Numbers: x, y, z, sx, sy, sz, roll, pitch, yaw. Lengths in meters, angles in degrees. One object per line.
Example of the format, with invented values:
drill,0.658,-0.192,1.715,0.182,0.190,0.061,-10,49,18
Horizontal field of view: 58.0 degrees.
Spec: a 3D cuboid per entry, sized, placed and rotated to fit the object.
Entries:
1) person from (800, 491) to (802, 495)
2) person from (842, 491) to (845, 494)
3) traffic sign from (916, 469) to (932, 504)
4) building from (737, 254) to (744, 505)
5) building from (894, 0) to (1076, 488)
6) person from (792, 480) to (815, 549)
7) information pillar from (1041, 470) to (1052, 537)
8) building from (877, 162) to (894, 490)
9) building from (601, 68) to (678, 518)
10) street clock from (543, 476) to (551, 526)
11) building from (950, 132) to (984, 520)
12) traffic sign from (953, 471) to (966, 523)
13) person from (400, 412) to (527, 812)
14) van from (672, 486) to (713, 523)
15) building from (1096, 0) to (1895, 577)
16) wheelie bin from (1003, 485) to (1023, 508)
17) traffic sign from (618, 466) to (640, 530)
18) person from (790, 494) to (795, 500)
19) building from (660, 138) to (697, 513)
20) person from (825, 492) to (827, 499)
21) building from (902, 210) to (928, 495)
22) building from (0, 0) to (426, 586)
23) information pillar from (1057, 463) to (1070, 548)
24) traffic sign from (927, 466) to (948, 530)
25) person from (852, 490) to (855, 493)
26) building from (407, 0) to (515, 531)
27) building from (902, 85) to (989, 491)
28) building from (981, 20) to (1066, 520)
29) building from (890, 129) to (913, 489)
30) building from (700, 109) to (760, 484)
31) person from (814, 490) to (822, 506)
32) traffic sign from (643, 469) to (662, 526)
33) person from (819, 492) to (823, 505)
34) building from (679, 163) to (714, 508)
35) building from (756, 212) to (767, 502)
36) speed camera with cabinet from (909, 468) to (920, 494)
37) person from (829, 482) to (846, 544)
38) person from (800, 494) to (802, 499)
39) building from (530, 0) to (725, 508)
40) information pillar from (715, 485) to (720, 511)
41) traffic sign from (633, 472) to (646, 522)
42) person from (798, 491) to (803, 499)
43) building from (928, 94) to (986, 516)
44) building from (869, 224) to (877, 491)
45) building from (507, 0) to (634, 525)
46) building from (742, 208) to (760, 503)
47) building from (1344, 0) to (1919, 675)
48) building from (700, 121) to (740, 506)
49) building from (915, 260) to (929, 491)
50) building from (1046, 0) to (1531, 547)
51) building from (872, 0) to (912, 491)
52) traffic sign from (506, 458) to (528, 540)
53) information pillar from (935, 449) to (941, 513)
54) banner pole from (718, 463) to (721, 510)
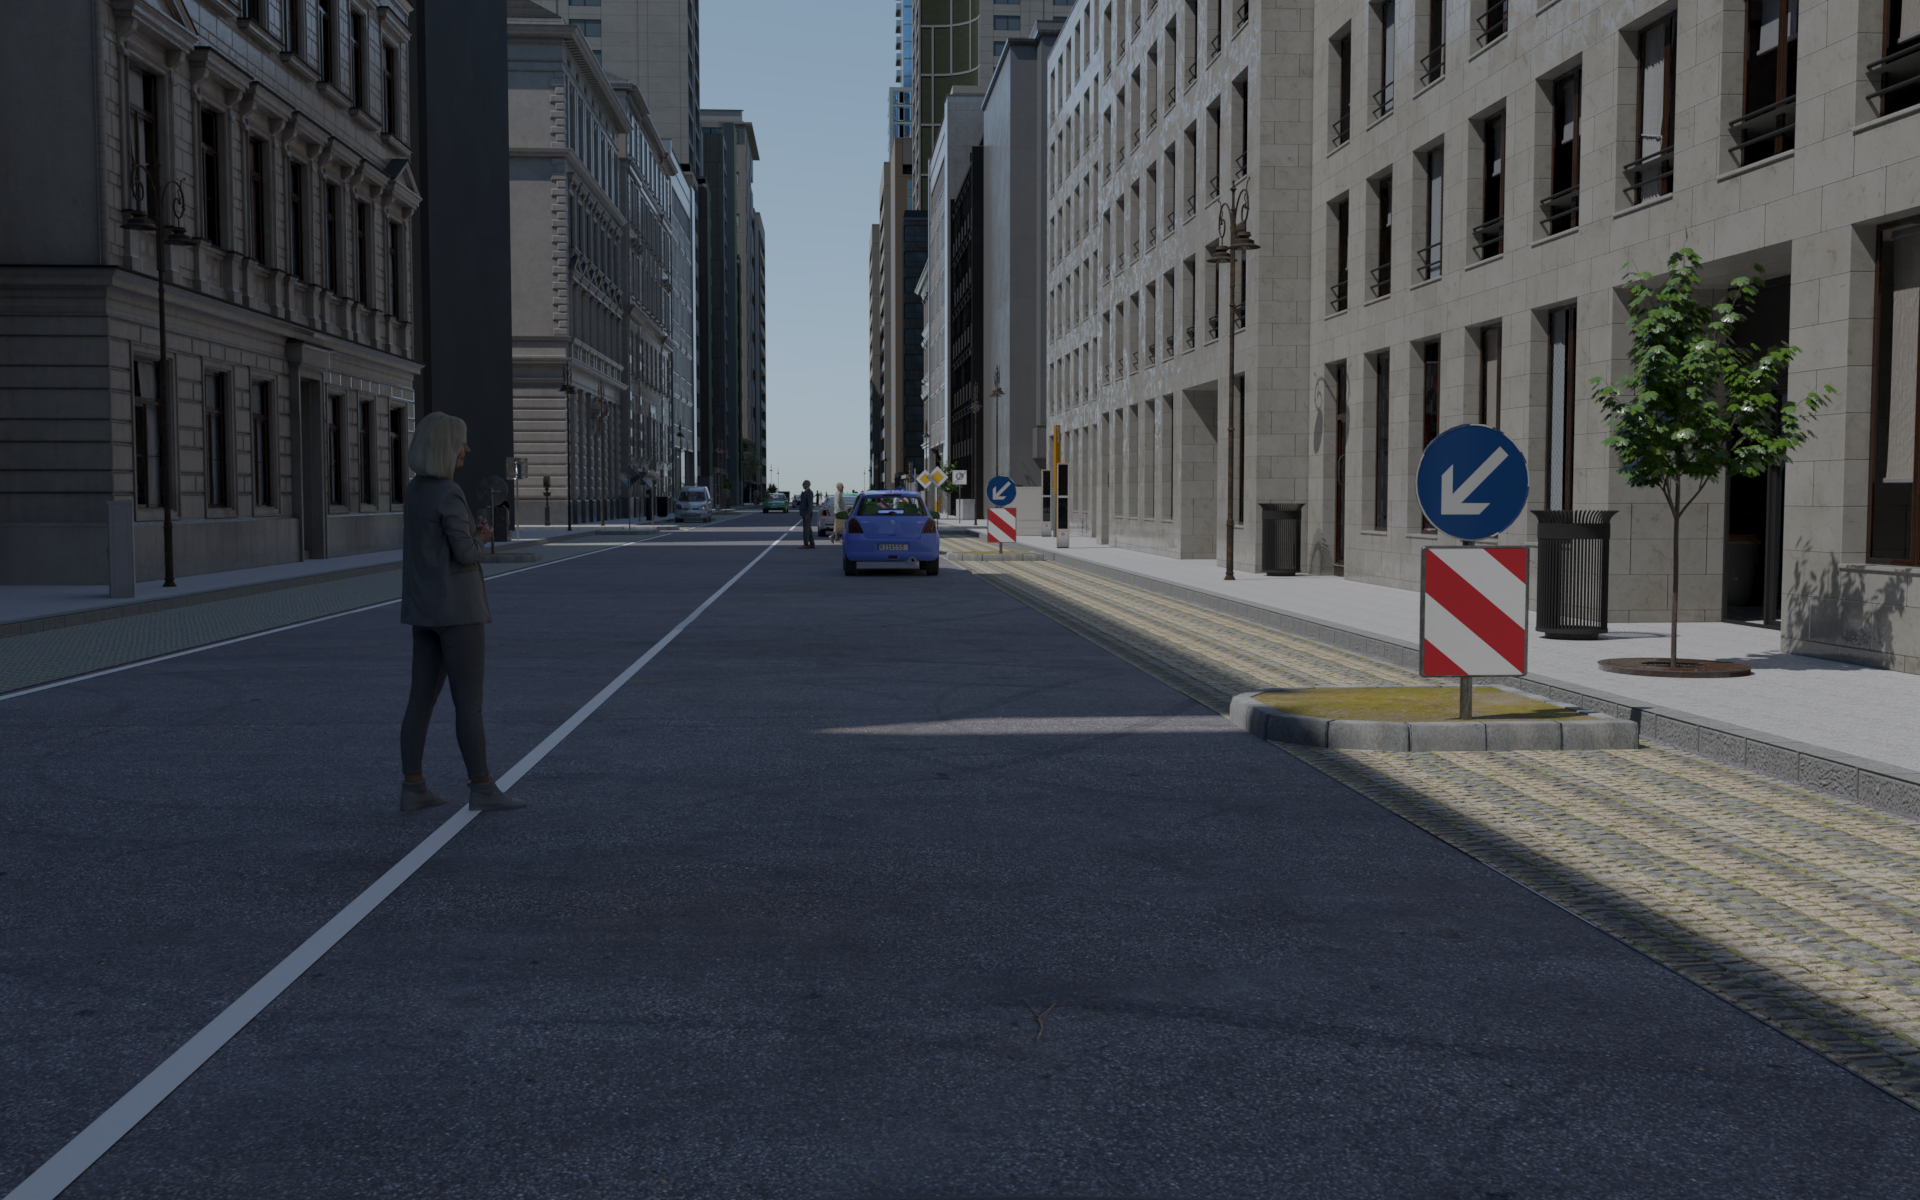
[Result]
person,-21.207,-13.666,232.070,1.348,1.807,0.705,-2,4,-32
person,-12.567,-10.771,184.478,0.709,1.838,0.599,1,4,14
traffic sign,-1.403,-4.070,70.190,0.795,2.450,0.064,0,4,-4
building,-32.533,-26.190,199.903,14.160,30.474,14.107,0,4,-4
building,3.134,-46.274,194.834,20.563,71.187,20.611,0,4,-4
person,-4.087,-2.246,45.397,0.590,1.801,0.661,-1,4,-17
information pillar,2.594,-2.905,51.995,0.304,2.012,0.304,0,4,-1
building,-0.193,-37.734,240.646,21.300,48.544,21.600,0,4,-4
building,-23.816,-18.626,101.798,12.463,27.353,25.104,0,4,-4
street clock,-16.631,-3.987,69.750,0.358,2.002,0.471,0,4,-5
building,6.149,-16.213,94.768,12.332,23.373,15.834,0,4,-4
traffic sign,-0.013,-4.486,75.471,0.606,2.300,0.079,0,4,0
person,-2.320,0.046,7.939,0.526,1.800,0.537,-2,4,-32
van,-13.432,-4.906,87.216,2.013,2.044,4.112,0,4,-5
building,9.318,-11.091,36.083,10.420,20.320,16.860,0,4,-4
wheelie bin,1.884,-3.142,59.273,0.980,1.594,0.693,-1,4,-21
traffic sign,-11.727,-3.535,61.439,0.795,2.450,0.064,0,4,-4
person,-18.219,-10.952,190.782,0.991,1.433,0.599,0,4,6
building,-25.868,-18.766,124.840,12.078,24.808,19.932,0,4,-4
person,-19.616,-15.000,253.834,0.705,1.814,1.350,-1,4,-20
building,1.004,-24.877,178.441,14.160,30.474,14.107,0,4,-4
building,-17.185,-10.268,32.506,10.561,19.102,19.286,0,4,-4
information pillar,2.436,-2.230,40.950,0.304,2.012,0.304,0,4,3
traffic sign,-0.811,-3.583,62.227,0.795,2.450,0.064,0,4,-4
person,-9.168,-8.626,149.532,0.705,1.824,1.348,-2,4,-25
building,-22.942,-13.657,52.966,15.834,23.373,12.332,0,4,-4
building,10.841,-28.578,159.131,32.217,40.220,23.993,0,4,-4
building,16.548,-15.900,79.036,30.058,24.678,14.314,0,4,-4
building,-1.332,-34.441,213.215,14.600,45.320,14.200,0,4,-4
building,-42.544,-39.836,240.559,28.713,52.752,27.495,0,4,-4
person,-14.465,-10.224,175.643,1.348,1.826,0.705,3,5,39
traffic sign,-12.318,-4.022,69.402,0.795,2.450,0.064,0,4,-4
person,-18.695,-13.650,232.342,0.551,1.740,0.621,-2,4,-34
building,-29.073,-23.163,150.414,14.160,30.474,14.107,0,4,-4
building,-42.482,-40.135,279.910,21.300,48.544,21.600,0,4,-4
speed camera with cabinet,-3.543,-8.573,134.506,0.660,3.252,2.038,1,4,9
person,-3.506,-2.489,49.679,0.515,1.767,0.782,0,4,-4
person,-15.611,-9.743,171.059,0.557,1.426,1.065,-1,4,-19
building,-33.328,-44.525,166.230,20.563,71.187,20.611,0,4,-4
information pillar,-18.791,-7.927,134.101,0.304,2.012,0.304,-1,4,-20
traffic sign,-14.730,-4.738,79.602,0.606,2.300,0.079,0,4,4
person,-15.947,-10.103,174.479,0.721,1.735,1.217,-3,4,-36
building,4.499,-18.047,113.095,12.078,24.808,19.932,0,4,-4
building,-4.425,-40.946,293.172,21.300,48.544,21.600,0,4,-4
building,-21.591,-15.331,79.538,11.050,23.489,19.941,0,4,-4
building,-37.620,-37.449,262.401,14.600,45.320,14.200,0,4,-4
building,11.409,-10.068,19.363,10.420,20.320,16.860,0,4,-4
building,-31.112,-30.647,184.672,14.154,41.232,14.086,0,4,-4
building,2.775,-18.252,134.578,11.583,22.565,21.152,0,4,-4
building,8.860,-12.121,52.924,10.420,20.320,16.860,0,4,-4
building,-2.055,-58.288,265.673,22.319,86.520,31.000,0,4,-4
traffic sign,-12.450,-2.849,48.714,0.606,2.300,0.079,0,4,-2
information pillar,-1.139,-6.038,90.075,0.183,3.616,0.504,2,4,27
banner pole,-19.373,-9.149,139.606,0.401,3.779,0.863,1,4,12
